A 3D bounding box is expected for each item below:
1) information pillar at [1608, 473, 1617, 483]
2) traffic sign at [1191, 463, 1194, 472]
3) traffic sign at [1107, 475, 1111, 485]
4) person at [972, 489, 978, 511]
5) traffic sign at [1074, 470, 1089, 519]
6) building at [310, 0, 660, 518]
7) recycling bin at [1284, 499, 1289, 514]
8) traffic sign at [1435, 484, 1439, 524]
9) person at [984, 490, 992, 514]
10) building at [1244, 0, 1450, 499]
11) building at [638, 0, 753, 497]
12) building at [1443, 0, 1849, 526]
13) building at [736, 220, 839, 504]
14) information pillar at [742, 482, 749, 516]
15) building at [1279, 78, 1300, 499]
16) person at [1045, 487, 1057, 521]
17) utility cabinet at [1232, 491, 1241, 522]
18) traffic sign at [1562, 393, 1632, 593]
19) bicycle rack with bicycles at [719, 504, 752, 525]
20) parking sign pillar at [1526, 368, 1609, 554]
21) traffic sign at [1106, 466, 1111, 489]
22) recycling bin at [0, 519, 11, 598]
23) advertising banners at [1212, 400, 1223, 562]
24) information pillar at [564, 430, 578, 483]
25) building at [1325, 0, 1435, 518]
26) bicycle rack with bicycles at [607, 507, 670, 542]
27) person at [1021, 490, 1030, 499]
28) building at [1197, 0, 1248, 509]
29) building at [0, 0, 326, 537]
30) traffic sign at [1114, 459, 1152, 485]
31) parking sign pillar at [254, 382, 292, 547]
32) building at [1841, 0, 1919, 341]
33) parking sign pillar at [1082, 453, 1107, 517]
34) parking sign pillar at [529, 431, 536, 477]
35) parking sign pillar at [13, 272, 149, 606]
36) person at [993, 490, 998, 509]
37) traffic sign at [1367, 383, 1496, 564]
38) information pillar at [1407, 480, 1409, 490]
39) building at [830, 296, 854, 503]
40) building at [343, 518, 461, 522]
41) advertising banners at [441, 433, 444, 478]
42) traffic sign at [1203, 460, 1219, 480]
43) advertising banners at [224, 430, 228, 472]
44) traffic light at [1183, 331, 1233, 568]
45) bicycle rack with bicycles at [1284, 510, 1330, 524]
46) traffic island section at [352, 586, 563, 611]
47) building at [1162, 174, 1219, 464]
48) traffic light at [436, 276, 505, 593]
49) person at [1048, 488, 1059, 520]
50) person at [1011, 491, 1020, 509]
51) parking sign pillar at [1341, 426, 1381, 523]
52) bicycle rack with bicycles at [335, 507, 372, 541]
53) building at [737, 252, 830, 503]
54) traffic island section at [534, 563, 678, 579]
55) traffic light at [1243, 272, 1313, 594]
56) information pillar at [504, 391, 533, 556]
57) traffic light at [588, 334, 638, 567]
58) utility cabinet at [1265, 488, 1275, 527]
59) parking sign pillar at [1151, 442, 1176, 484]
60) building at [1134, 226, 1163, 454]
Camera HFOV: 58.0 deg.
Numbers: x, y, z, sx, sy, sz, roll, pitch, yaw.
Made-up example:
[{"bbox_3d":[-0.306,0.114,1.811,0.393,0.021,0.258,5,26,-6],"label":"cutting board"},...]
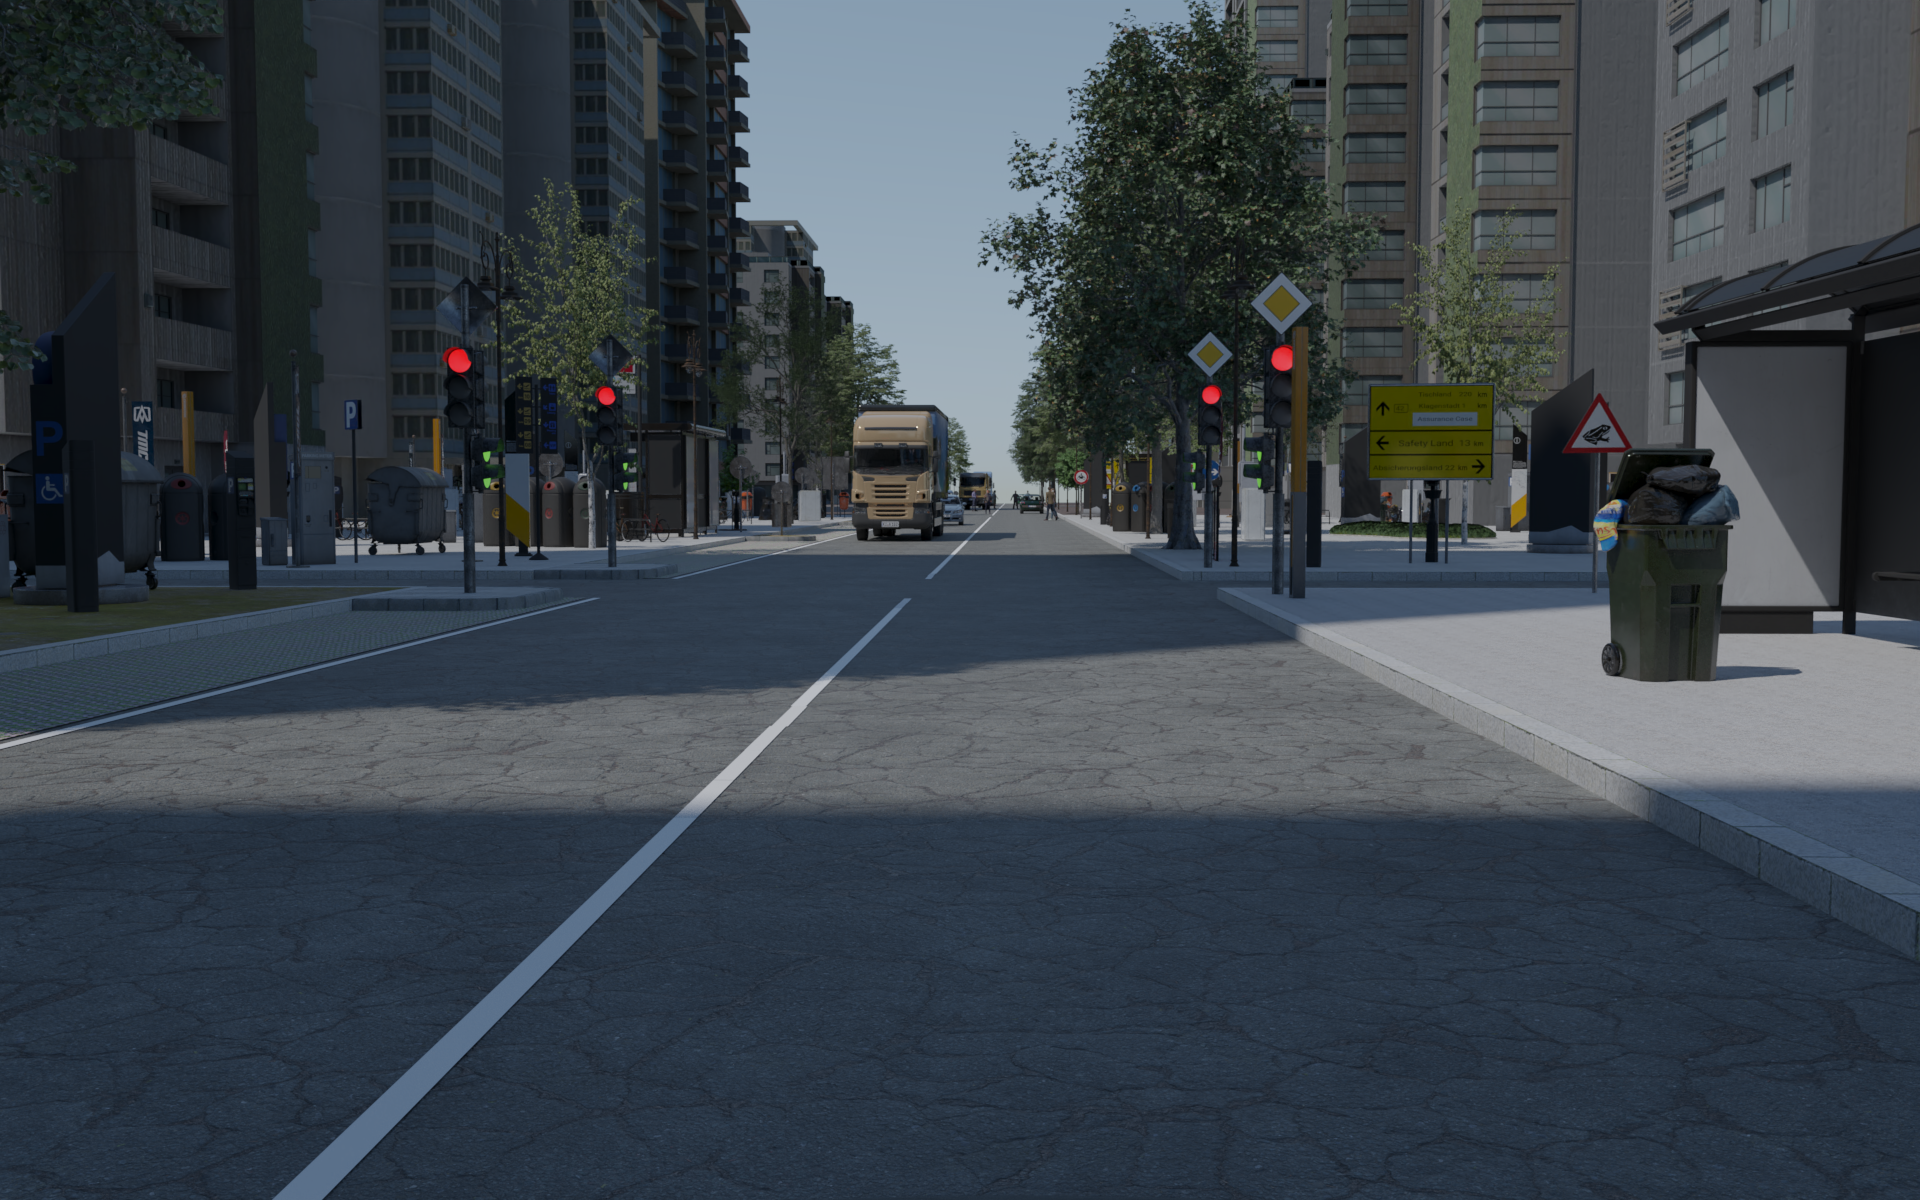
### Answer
[{"bbox_3d":[22.359,-3.352,59.304,0.304,2.012,0.304,1,4,16],"label":"information pillar"},{"bbox_3d":[8.112,-3.765,61.660,0.768,2.556,0.104,0,4,5],"label":"traffic sign"},{"bbox_3d":[8.604,-6.267,102.474,0.884,2.594,0.081,0,4,4],"label":"traffic sign"},{"bbox_3d":[1.310,-8.242,143.127,0.599,1.838,0.709,2,4,31],"label":"person"},{"bbox_3d":[6.332,-5.523,90.409,0.768,2.556,0.104,1,4,10],"label":"traffic sign"},{"bbox_3d":[-34.896,-26.070,118.118,32.217,40.220,23.993,0,4,2],"label":"building"},{"bbox_3d":[14.861,-4.178,80.864,0.722,1.027,0.722,-3,5,-44],"label":"recycling bin"},{"bbox_3d":[9.236,-2.045,33.542,0.768,2.556,0.104,0,4,5],"label":"traffic sign"},{"bbox_3d":[2.034,-7.087,124.907,0.617,1.759,0.750,0,4,-5],"label":"person"},{"bbox_3d":[29.458,-27.754,137.380,14.154,41.232,14.086,0,4,2],"label":"building"},{"bbox_3d":[-29.567,-29.972,144.667,22.147,44.769,28.867,0,4,2],"label":"building"},{"bbox_3d":[27.834,-23.938,74.976,14.154,41.232,14.086,0,4,2],"label":"building"},{"bbox_3d":[-32.374,-32.930,230.279,32.217,40.220,23.993,0,4,2],"label":"building"},{"bbox_3d":[-12.165,-5.729,98.155,0.304,2.012,0.304,3,4,37],"label":"information pillar"},{"bbox_3d":[29.490,-21.525,123.630,14.160,30.474,14.107,0,4,2],"label":"building"},{"bbox_3d":[4.931,-5.222,93.785,0.836,1.842,0.656,2,4,31],"label":"person"},{"bbox_3d":[12.891,-4.260,78.326,1.173,1.500,0.318,2,4,31],"label":"utility cabinet"},{"bbox_3d":[8.233,-1.370,22.397,0.884,2.594,0.081,0,4,8],"label":"traffic sign"},{"bbox_3d":[-10.318,-3.678,73.515,2.852,0.926,2.925,3,5,43],"label":"bicycle rack with bicycles"},{"bbox_3d":[13.136,-3.013,37.734,1.447,3.967,1.447,3,4,36],"label":"parking sign pillar"},{"bbox_3d":[9.069,-6.799,105.036,2.265,3.308,0.079,0,4,2],"label":"traffic sign"},{"bbox_3d":[-12.184,-0.530,21.224,0.722,1.027,0.722,0,4,-1],"label":"recycling bin"},{"bbox_3d":[4.925,-2.263,33.192,0.090,3.025,2.074,0,4,5],"label":"advertising banners"},{"bbox_3d":[-14.172,-4.388,63.092,0.504,3.616,0.183,-1,4,-22],"label":"information pillar"},{"bbox_3d":[27.429,-19.919,97.383,14.160,30.474,14.107,0,4,2],"label":"building"},{"bbox_3d":[-9.443,-2.013,46.290,2.852,0.926,2.925,-3,4,-38],"label":"bicycle rack with bicycles"},{"bbox_3d":[7.120,-10.614,182.117,1.350,1.814,0.705,-1,4,-9],"label":"person"},{"bbox_3d":[32.752,-43.801,154.402,20.563,71.187,20.611,0,4,2],"label":"building"},{"bbox_3d":[-28.615,-17.083,51.004,14.160,30.474,14.107,0,4,2],"label":"building"},{"bbox_3d":[9.795,-6.383,98.241,2.265,3.308,0.079,0,4,3],"label":"traffic sign"},{"bbox_3d":[-16.867,-3.296,42.365,1.447,3.967,1.447,-3,4,-36],"label":"parking sign pillar"},{"bbox_3d":[28.782,-22.265,47.624,14.086,41.232,14.154,0,4,2],"label":"building"},{"bbox_3d":[7.452,-6.545,95.486,1.447,3.967,1.447,3,5,41],"label":"parking sign pillar"},{"bbox_3d":[-13.319,-3.920,52.559,1.447,3.967,1.447,-2,4,-35],"label":"parking sign pillar"},{"bbox_3d":[-10.452,-1.959,20.503,1.447,3.967,1.447,0,4,0],"label":"parking sign pillar"},{"bbox_3d":[3.416,-9.790,168.571,0.705,1.824,1.348,-1,4,-19],"label":"person"},{"bbox_3d":[8.652,-2.325,31.892,2.265,3.308,0.079,1,4,9],"label":"traffic sign"},{"bbox_3d":[22.336,-4.973,85.798,0.304,2.012,0.304,-3,5,-43],"label":"information pillar"},{"bbox_3d":[-22.834,-29.211,249.303,14.160,30.474,14.107,0,4,2],"label":"building"},{"bbox_3d":[-36.810,-24.148,86.698,32.217,40.220,23.993,0,4,2],"label":"building"},{"bbox_3d":[-14.764,-3.247,49.273,0.090,3.025,2.074,-1,4,-12],"label":"advertising banners"},{"bbox_3d":[9.358,-3.960,64.847,0.768,2.556,0.104,1,4,9],"label":"traffic sign"},{"bbox_3d":[-19.629,-3.091,46.723,0.090,3.025,2.074,-2,4,-32],"label":"advertising banners"},{"bbox_3d":[4.303,-2.517,30.071,0.839,4.253,0.868,0,4,2],"label":"traffic light"},{"bbox_3d":[14.417,-3.677,73.504,2.852,0.926,2.925,-1,4,-17],"label":"bicycle rack with bicycles"},{"bbox_3d":[-6.393,-0.015,22.534,2.009,0.180,2.903,0,4,2],"label":"traffic island section"},{"bbox_3d":[36.309,-34.630,220.828,22.147,44.769,28.867,0,4,2],"label":"building"},{"bbox_3d":[-6.353,-2.048,22.398,0.839,4.253,0.868,0,4,2],"label":"traffic light"},{"bbox_3d":[5.155,-5.275,95.340,0.643,1.750,0.593,0,4,-2],"label":"person"},{"bbox_3d":[5.232,-9.430,163.235,0.990,1.755,0.434,1,4,18],"label":"person"},{"bbox_3d":[14.024,-4.409,60.562,1.447,3.967,1.447,0,4,-6],"label":"parking sign pillar"},{"bbox_3d":[-16.500,-2.149,48.523,2.925,0.926,2.852,1,4,22],"label":"bicycle rack with bicycles"},{"bbox_3d":[-24.111,-26.886,211.295,14.160,30.474,14.107,0,4,2],"label":"building"},{"bbox_3d":[-6.143,-0.504,30.515,2.009,0.180,2.903,0,4,2],"label":"traffic island section"},{"bbox_3d":[4.053,-2.029,22.089,0.839,4.253,0.868,0,4,2],"label":"traffic light"},{"bbox_3d":[-9.083,-2.706,35.600,0.504,3.616,0.183,0,4,-4],"label":"information pillar"},{"bbox_3d":[-6.104,-2.536,30.379,0.839,4.253,0.868,0,4,2],"label":"traffic light"},{"bbox_3d":[11.820,-3.554,66.792,0.318,1.500,1.173,2,4,33],"label":"utility cabinet"},{"bbox_3d":[10.149,-5.944,85.661,1.447,3.967,1.447,-1,4,-12],"label":"parking sign pillar"},{"bbox_3d":[35.752,-43.242,249.005,21.231,58.520,28.212,0,4,2],"label":"building"}]
